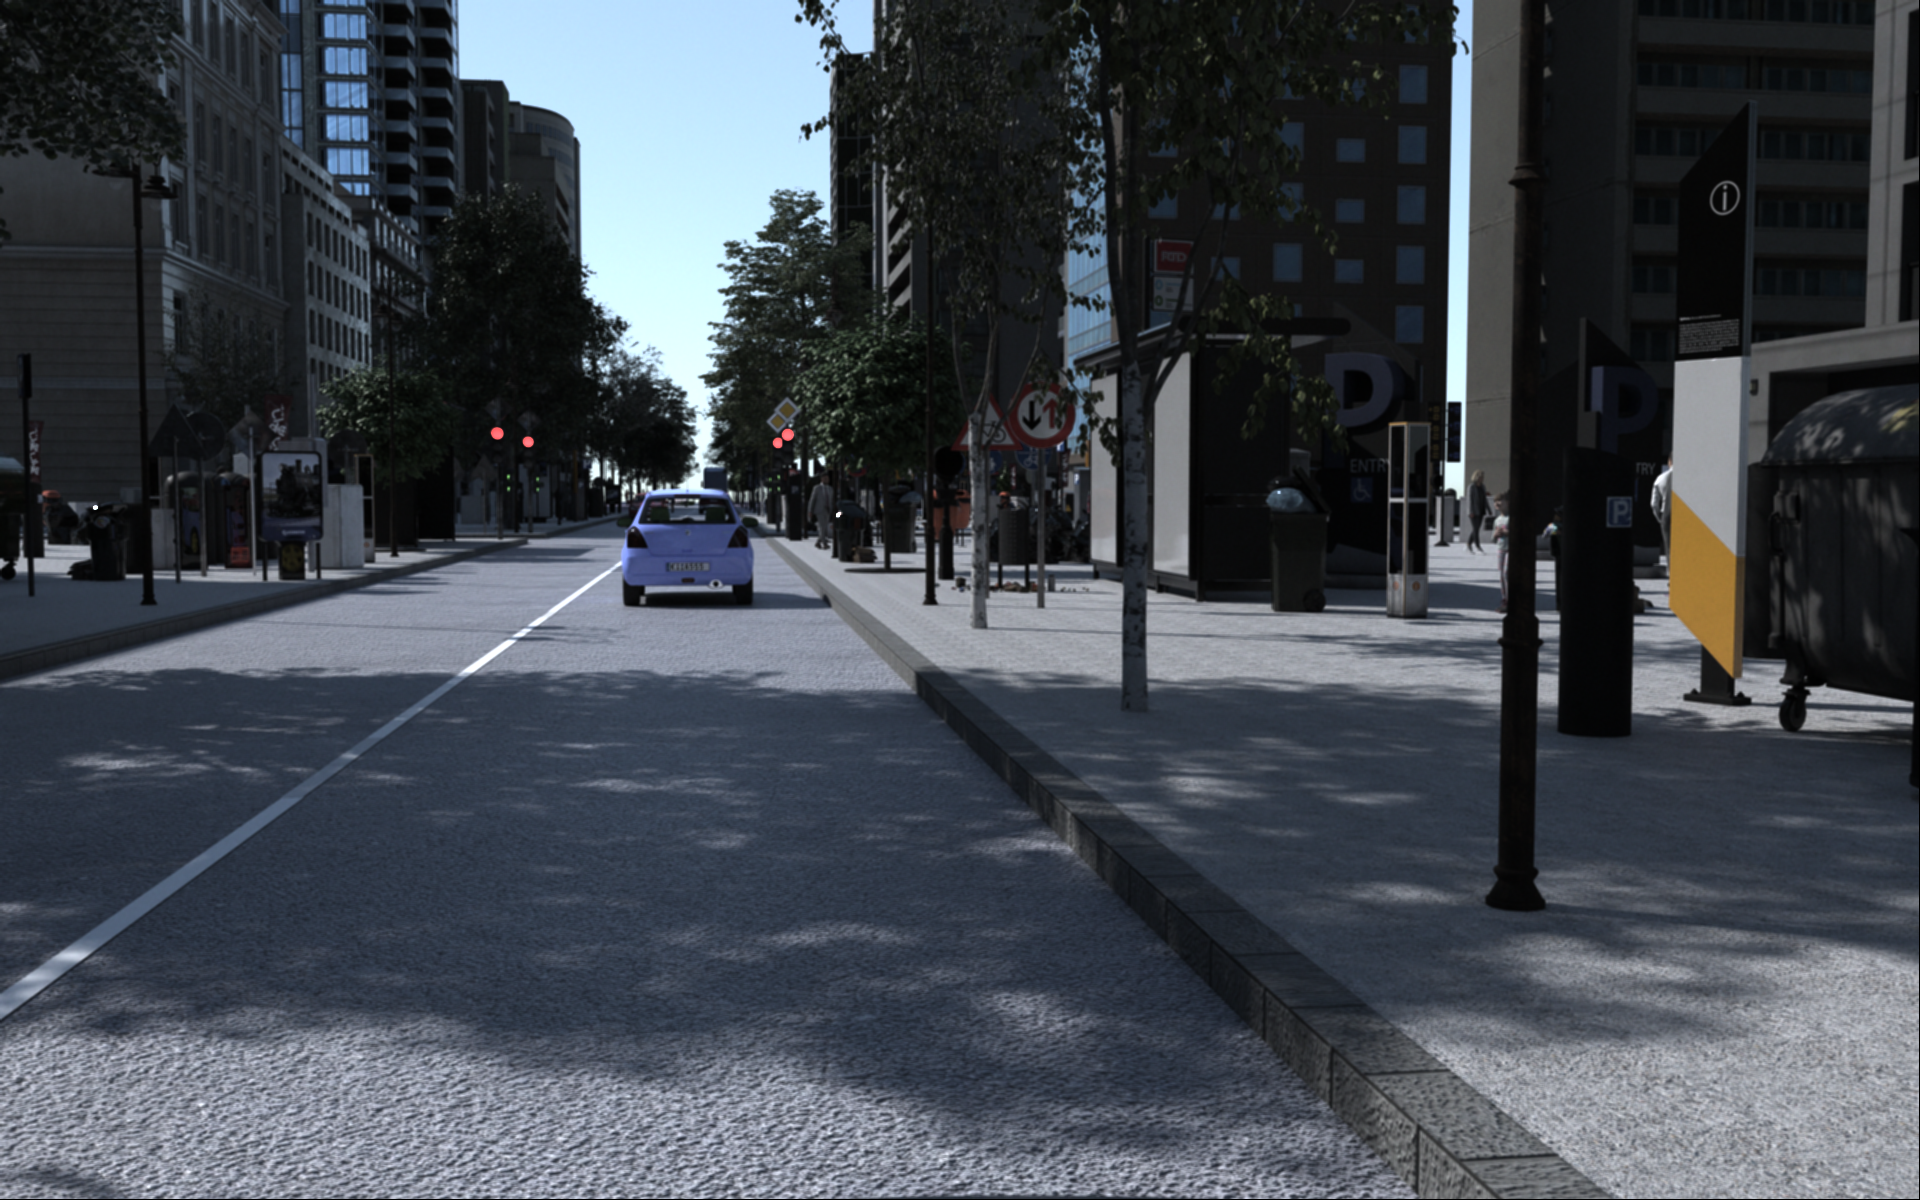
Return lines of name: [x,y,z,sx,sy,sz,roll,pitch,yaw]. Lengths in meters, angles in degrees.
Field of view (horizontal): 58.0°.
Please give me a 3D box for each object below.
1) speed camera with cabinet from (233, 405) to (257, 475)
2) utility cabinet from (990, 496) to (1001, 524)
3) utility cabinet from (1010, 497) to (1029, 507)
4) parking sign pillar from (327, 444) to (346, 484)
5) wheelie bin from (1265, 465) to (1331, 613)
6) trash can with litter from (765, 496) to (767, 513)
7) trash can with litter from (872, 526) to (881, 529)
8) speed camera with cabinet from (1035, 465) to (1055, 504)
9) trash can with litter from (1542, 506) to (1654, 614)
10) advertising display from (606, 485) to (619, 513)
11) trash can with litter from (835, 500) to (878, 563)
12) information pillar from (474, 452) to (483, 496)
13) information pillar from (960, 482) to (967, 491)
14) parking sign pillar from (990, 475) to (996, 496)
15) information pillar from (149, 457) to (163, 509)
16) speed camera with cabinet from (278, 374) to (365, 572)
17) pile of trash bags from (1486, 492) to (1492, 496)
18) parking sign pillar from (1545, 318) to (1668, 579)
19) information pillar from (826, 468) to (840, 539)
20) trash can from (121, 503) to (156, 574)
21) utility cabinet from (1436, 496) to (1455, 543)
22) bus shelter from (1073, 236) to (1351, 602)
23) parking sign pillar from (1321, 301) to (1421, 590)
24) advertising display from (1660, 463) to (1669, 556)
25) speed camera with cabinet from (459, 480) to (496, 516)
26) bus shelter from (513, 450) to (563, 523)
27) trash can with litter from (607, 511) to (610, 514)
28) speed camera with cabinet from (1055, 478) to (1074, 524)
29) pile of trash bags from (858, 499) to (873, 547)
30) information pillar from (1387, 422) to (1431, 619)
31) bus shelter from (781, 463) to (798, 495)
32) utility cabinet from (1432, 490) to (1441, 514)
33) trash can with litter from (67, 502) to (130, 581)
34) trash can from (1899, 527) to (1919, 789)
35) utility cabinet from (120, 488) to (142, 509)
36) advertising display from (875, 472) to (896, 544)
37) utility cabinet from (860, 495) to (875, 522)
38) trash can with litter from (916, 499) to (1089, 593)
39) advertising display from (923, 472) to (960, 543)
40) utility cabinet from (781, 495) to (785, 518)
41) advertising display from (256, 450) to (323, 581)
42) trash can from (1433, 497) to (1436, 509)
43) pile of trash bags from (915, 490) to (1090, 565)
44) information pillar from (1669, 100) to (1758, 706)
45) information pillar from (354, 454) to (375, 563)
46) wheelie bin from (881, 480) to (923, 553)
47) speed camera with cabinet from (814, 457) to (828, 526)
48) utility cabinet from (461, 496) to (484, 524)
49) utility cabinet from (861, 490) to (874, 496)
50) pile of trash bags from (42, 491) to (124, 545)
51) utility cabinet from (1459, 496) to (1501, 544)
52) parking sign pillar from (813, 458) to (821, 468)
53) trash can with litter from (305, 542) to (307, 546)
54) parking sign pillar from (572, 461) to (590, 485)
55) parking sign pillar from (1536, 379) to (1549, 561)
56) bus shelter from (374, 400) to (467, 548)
speed camera with cabinet: [-16.087,-2.671,38.013,0.660,3.252,2.038,2,4,32]
utility cabinet: [1.351,-3.914,75.163,0.306,1.237,1.020,3,4,38]
utility cabinet: [1.428,-1.844,41.303,0.306,1.237,1.020,0,4,-7]
parking sign pillar: [-31.011,-5.955,85.838,1.447,3.967,1.447,0,4,-1]
wheelie bin: [3.687,-0.677,18.979,0.693,1.594,0.980,0,4,6]
trash can with litter: [-12.617,-6.435,116.605,1.055,1.170,0.624,0,4,-7]
trash can with litter: [-3.015,-3.270,64.524,2.233,1.210,1.678,-2,4,-24]
speed camera with cabinet: [4.599,-6.153,94.941,0.660,3.252,2.038,2,4,26]
trash can with litter: [6.900,-0.449,18.733,1.055,1.170,0.624,0,4,-6]
advertising display: [-23.556,-6.859,117.356,0.974,1.923,0.123,1,4,10]
trash can with litter: [-1.898,-1.295,32.567,0.624,1.170,1.055,-2,4,-35]
information pillar: [-24.870,-5.995,89.367,0.504,3.616,0.183,0,4,5]
information pillar: [0.232,-5.953,101.823,0.304,2.012,0.304,3,4,38]
parking sign pillar: [1.525,-6.744,98.730,1.447,3.967,1.447,-3,4,-36]
information pillar: [-15.012,-1.697,32.242,0.304,2.012,0.304,-1,4,-21]
speed camera with cabinet: [-10.792,-2.137,29.277,0.660,3.252,2.038,0,4,5]
pile of trash bags: [39.797,-7.576,133.619,1.912,1.369,3.447,0,4,5]
parking sign pillar: [10.170,-2.337,26.687,1.447,3.967,1.447,-1,4,-21]
information pillar: [-3.643,-2.770,49.785,0.304,2.012,0.304,1,4,17]
trash can: [-13.388,-0.998,27.977,0.748,1.137,0.748,0,3,0]
utility cabinet: [12.865,-2.125,45.909,0.306,1.237,1.020,0,4,7]
bus shelter: [3.005,-2.880,24.724,2.179,5.291,8.768,0,4,-8]
parking sign pillar: [5.636,-2.162,23.819,1.447,3.967,1.447,3,5,44]
advertising display: [14.626,-1.883,35.999,0.974,1.923,0.123,2,4,24]
speed camera with cabinet: [-27.587,-6.442,99.665,2.038,3.252,0.660,-1,4,-15]
bus shelter: [-19.308,-5.232,79.462,2.014,3.302,5.546,0,4,-8]
trash can with litter: [-22.947,-6.074,110.374,1.678,1.210,2.233,-3,5,-44]
speed camera with cabinet: [5.250,-4.889,74.265,2.038,3.252,0.660,1,4,20]
pile of trash bags: [-1.357,-1.982,42.152,3.447,1.369,1.912,1,4,14]
information pillar: [4.626,-0.818,17.869,0.304,2.012,0.304,-1,4,-23]
bus shelter: [-12.534,-8.118,124.004,1.731,3.624,6.357,0,4,-8]
utility cabinet: [29.225,-5.965,106.206,0.318,1.500,1.173,0,4,-3]
trash can with litter: [-12.868,-0.878,25.742,1.055,1.170,0.624,2,4,26]
trash can: [4.287,0.275,7.155,0.748,1.137,0.748,0,3,0]
utility cabinet: [-29.589,-3.288,62.438,1.173,1.500,0.318,-1,4,-13]
advertising display: [-1.934,-2.432,44.980,0.123,1.923,0.974,2,4,25]
utility cabinet: [-4.303,-4.212,80.022,0.306,1.237,1.020,-3,4,-38]
trash can with litter: [0.516,-0.747,23.272,1.678,1.210,2.233,-3,5,-44]
advertising display: [-0.491,-2.460,45.440,0.974,1.923,0.123,1,4,12]
utility cabinet: [-9.472,-5.093,94.431,0.306,1.237,1.020,-1,4,-20]
advertising display: [-9.983,-1.261,25.831,0.123,1.923,0.974,3,5,41]
trash can: [21.345,-3.996,76.991,0.748,1.137,0.748,0,3,0]
pile of trash bags: [0.988,-1.376,32.245,3.447,1.369,1.912,-2,4,-23]
information pillar: [4.614,-1.178,10.612,0.183,3.616,0.504,-2,4,-30]
information pillar: [-11.097,-1.700,32.293,0.304,2.012,0.304,-2,4,-25]
wheelie bin: [-1.286,-1.825,37.746,0.980,1.594,0.693,1,4,11]
speed camera with cabinet: [-5.464,-4.690,71.020,0.660,3.252,2.038,1,4,13]
utility cabinet: [-20.658,-3.814,73.512,1.020,1.237,0.306,1,4,18]
utility cabinet: [-5.032,-5.229,94.180,0.318,1.500,1.173,-2,4,-24]
pile of trash bags: [-22.706,-2.135,44.655,3.447,1.369,1.912,2,4,34]
utility cabinet: [13.492,-2.064,44.912,1.020,1.237,0.306,3,5,43]
parking sign pillar: [-9.771,-8.115,121.146,1.447,3.967,1.447,1,4,22]
trash can with litter: [-16.641,-2.083,45.436,1.055,1.170,0.624,0,4,3]
parking sign pillar: [-28.327,-8.619,129.389,1.447,3.967,1.447,1,4,18]
parking sign pillar: [11.496,-2.773,33.809,1.447,3.967,1.447,1,4,22]
bus shelter: [-13.880,-3.236,44.197,1.731,3.624,6.357,0,4,-8]
